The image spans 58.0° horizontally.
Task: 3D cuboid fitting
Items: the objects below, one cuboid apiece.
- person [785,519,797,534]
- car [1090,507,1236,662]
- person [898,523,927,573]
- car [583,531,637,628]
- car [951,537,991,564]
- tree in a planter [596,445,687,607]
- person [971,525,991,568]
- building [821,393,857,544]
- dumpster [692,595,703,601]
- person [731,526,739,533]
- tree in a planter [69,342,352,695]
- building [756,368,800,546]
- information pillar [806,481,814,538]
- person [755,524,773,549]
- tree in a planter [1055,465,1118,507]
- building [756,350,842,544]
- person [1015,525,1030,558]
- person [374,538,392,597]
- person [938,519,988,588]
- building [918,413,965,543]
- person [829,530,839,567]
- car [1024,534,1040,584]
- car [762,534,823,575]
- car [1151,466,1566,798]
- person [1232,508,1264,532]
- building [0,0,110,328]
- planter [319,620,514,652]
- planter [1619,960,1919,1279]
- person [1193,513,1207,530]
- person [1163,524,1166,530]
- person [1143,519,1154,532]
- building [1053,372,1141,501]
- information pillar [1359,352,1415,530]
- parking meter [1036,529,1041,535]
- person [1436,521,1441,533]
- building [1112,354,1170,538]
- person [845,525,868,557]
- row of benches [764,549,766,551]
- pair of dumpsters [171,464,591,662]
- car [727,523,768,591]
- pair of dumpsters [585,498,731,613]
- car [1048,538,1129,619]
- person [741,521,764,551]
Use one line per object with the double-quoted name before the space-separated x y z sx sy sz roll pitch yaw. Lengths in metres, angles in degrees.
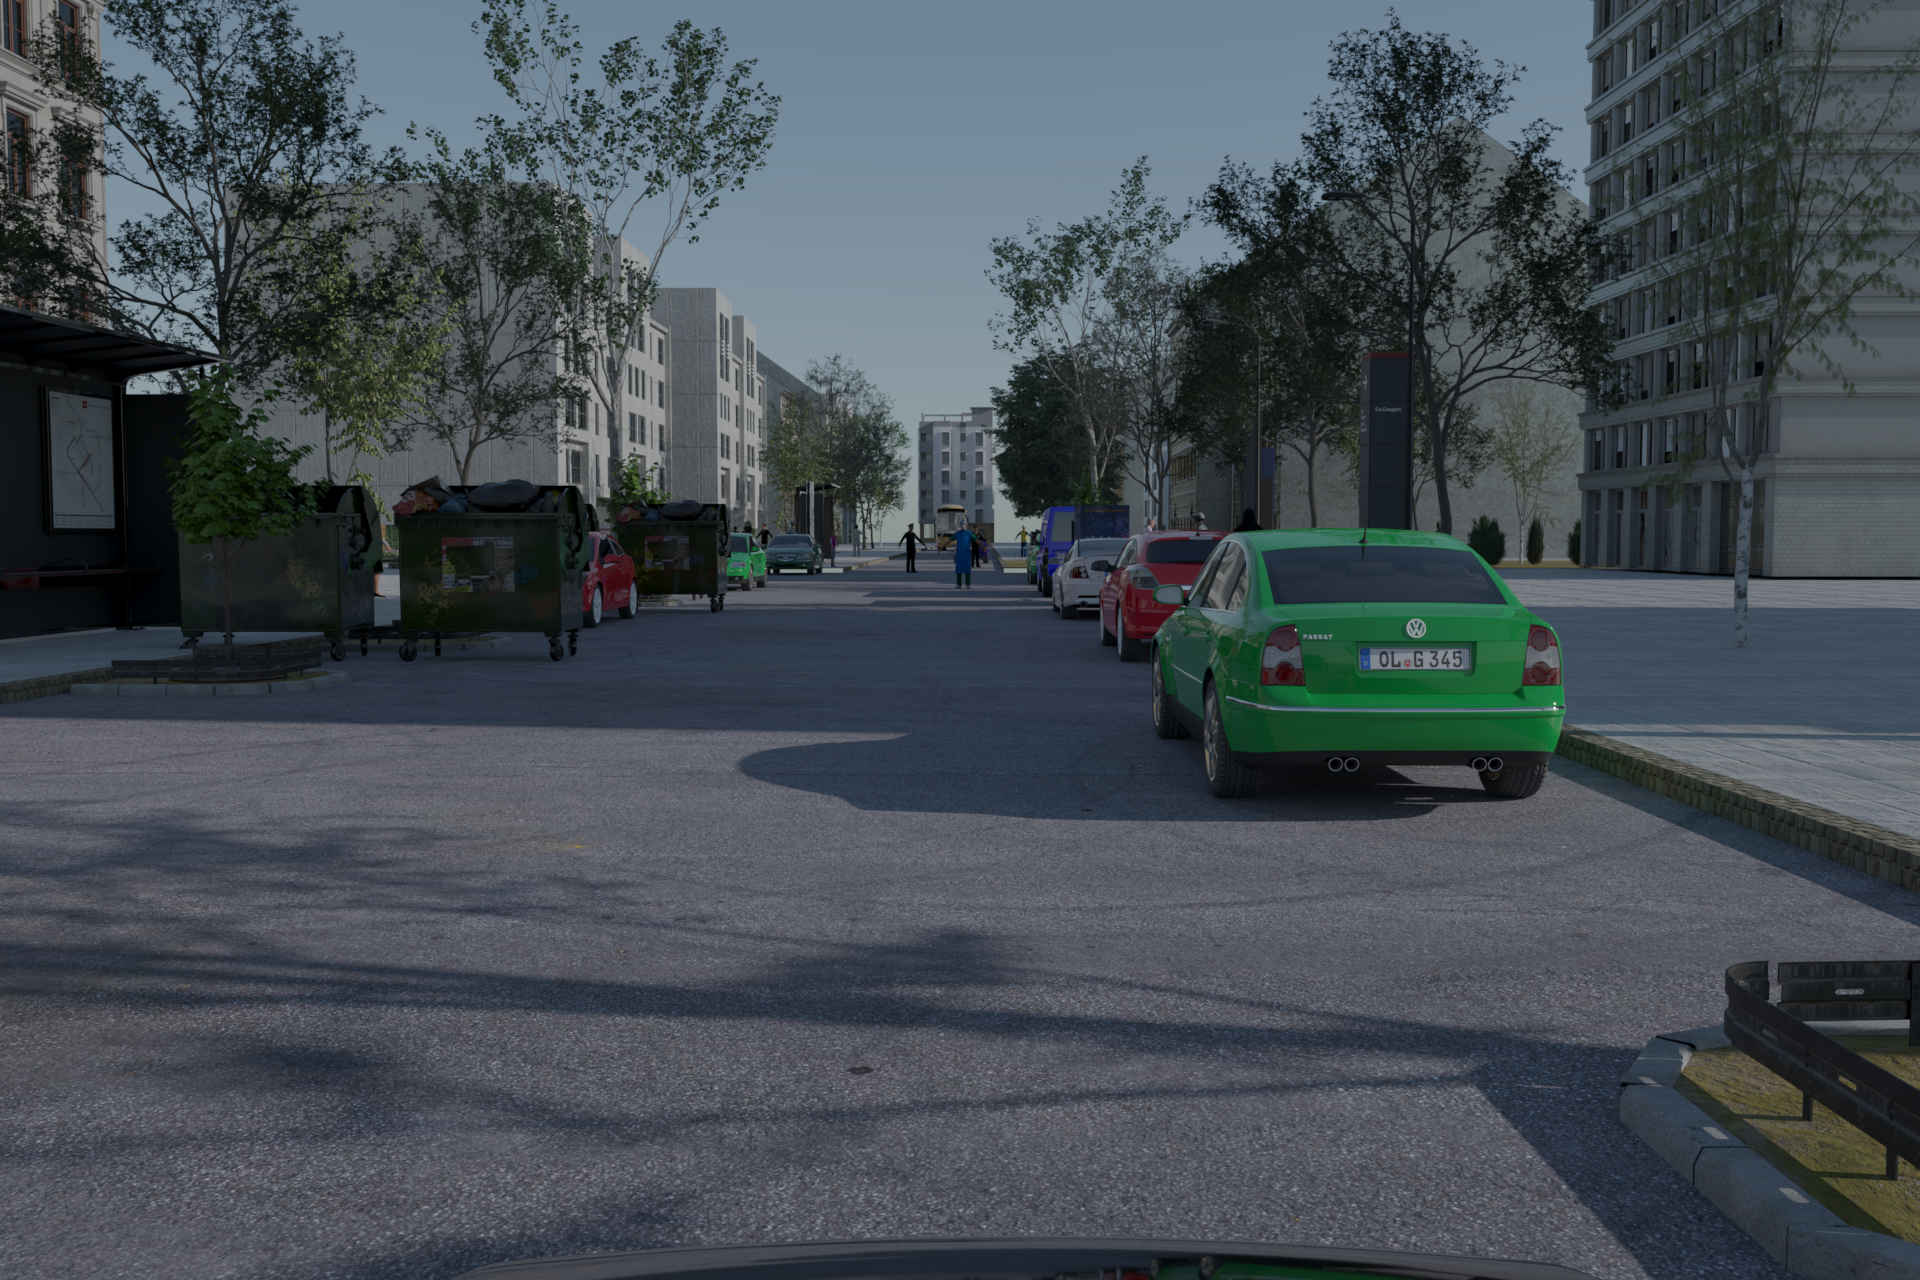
"person" -6.471 -3.742 67.046 0.705 1.847 1.347 -3 4 -37
"car" 2.686 -0.727 20.928 2.155 1.783 4.494 0 4 0
"person" -1.797 -3.410 64.140 1.347 1.837 0.705 -3 5 -41
"car" -6.416 -1.150 27.836 2.155 1.783 4.494 0 4 1
"car" 0.550 -4.458 85.475 1.945 1.354 3.894 0 3 0
"tree in a planter" -6.610 -2.310 34.987 1.991 3.239 1.994 0 4 1
"person" 0.676 -4.012 73.988 1.347 1.837 0.705 -2 4 -27
"building" -23.550 -22.446 233.454 16.747 18.905 31.486 0 4 1
"dumpster" -6.431 -1.807 37.763 1.865 1.857 1.264 0 4 1
"person" -13.273 -5.845 102.279 1.216 1.740 0.721 -1 4 -15
"tree in a planter" -6.919 -1.166 16.281 1.991 3.239 1.994 0 4 2
"building" -27.707 -21.904 189.062 19.493 23.208 18.063 0 4 1
"information pillar" -6.672 -5.250 77.158 0.184 3.620 1.656 0 4 1
"person" -9.939 -4.998 87.904 1.347 1.806 0.705 2 4 35
"tree in a planter" 3.265 -2.916 44.894 1.991 3.239 1.994 0 4 1
"building" -24.373 -23.061 207.980 19.493 23.208 18.063 0 4 1
"person" 3.484 -5.313 93.335 1.216 1.772 0.721 2 4 31
"person" -11.826 -1.738 35.254 0.721 1.735 1.217 -3 4 -37
"person" 0.085 -2.272 45.730 1.347 1.817 0.704 1 4 10
"building" -5.896 -24.580 260.753 11.380 20.090 16.016 0 4 -4
"person" -4.862 -3.544 67.205 0.599 1.433 0.991 1 4 9
"car" 2.879 -2.564 50.724 1.959 1.807 4.718 0 4 0
"car" -5.974 -3.075 62.068 2.131 1.459 4.920 0 4 1
"car" 2.247 -0.121 10.770 1.959 1.807 4.718 0 3 0
"person" 5.042 -1.447 30.437 1.214 1.737 0.721 0 4 -6
"building" -31.344 -12.685 43.556 11.583 22.565 21.152 0 3 0
"planter" -6.818 -0.058 22.088 1.991 0.319 1.994 0 4 2
"planter" 2.603 1.058 3.840 1.991 0.319 1.994 0 4 0
"person" 6.344 -2.459 46.036 0.704 1.849 1.345 2 4 30
"person" 11.598 -5.651 98.360 1.349 1.833 0.705 -2 4 -32
"person" 5.256 -2.497 47.800 0.436 1.711 0.756 0 4 -1
"building" 25.347 -23.845 233.837 27.936 21.610 32.646 0 4 1
"information pillar" 6.141 -2.177 24.973 0.750 3.857 0.750 0 4 1
"parking meter" 3.846 -4.618 83.909 0.372 1.533 0.369 0 3 0
"person" 19.300 -3.898 69.862 0.705 1.813 1.348 -1 4 -9
"building" 26.561 -21.932 189.516 19.493 23.208 18.063 0 4 1
"person" -5.839 -5.603 97.787 1.347 1.806 0.705 -1 4 -8
"row of benches" -7.950 -3.523 73.062 1.422 0.672 4.104 1 4 13
"pair of dumpsters" -6.576 -0.911 19.839 4.436 2.255 1.574 0 4 0
"car" -6.092 -2.213 44.971 1.959 1.807 4.718 0 4 1
"pair of dumpsters" -6.484 -1.641 31.780 4.436 2.255 1.574 0 4 1
"car" 2.619 -1.107 30.469 2.083 1.381 4.827 0 4 0
"person" -6.689 -2.850 54.833 0.705 1.856 1.354 -3 5 -42
